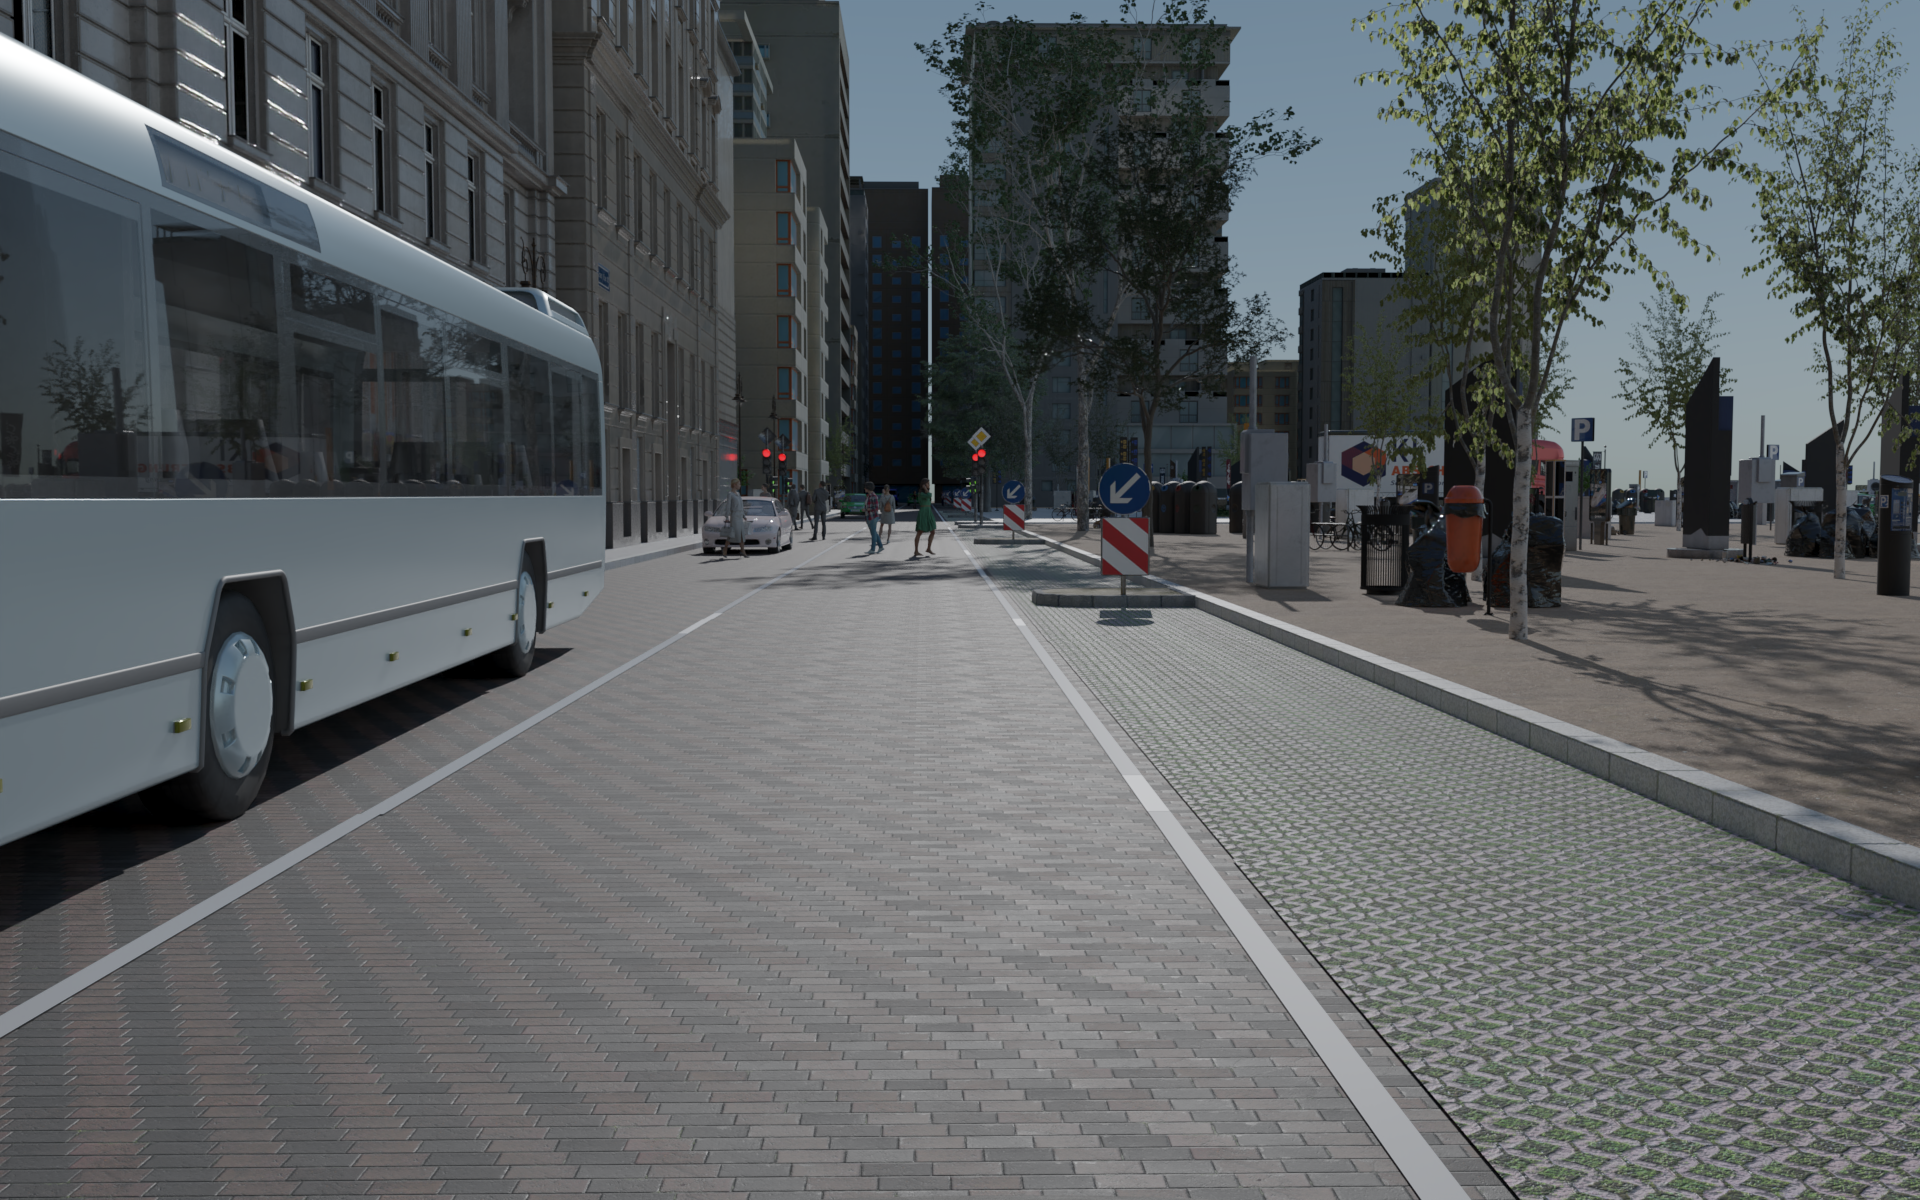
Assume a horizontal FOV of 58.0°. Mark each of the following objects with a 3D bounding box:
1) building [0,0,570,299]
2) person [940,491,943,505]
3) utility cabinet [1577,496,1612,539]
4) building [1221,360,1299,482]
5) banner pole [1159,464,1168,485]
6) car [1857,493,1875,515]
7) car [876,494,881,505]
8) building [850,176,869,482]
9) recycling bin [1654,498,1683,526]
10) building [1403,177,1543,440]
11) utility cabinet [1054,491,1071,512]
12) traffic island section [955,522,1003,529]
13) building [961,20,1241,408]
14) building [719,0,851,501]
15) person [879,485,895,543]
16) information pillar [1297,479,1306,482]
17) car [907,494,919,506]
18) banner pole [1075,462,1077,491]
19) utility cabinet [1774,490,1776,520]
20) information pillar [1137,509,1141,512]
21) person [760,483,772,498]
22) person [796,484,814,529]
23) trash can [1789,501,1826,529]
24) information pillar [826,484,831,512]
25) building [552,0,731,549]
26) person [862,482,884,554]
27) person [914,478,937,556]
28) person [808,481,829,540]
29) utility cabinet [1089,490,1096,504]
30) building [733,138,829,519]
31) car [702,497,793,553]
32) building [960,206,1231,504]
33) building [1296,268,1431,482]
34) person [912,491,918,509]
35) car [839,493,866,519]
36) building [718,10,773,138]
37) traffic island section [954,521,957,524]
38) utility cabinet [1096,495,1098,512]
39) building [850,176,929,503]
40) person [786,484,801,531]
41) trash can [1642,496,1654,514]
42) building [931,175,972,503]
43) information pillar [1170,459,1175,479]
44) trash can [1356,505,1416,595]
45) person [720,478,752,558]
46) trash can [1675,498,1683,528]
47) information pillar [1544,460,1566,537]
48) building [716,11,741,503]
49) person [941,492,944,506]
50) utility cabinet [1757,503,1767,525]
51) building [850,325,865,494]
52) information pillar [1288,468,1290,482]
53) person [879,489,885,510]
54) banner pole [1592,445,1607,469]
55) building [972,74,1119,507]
[{"bbox_3d":[-14.180,-11.186,24.689,13.314,21.916,24.055,0,4,-1],"label":"building"},{"bbox_3d":[-2.154,-12.906,219.647,1.348,1.807,0.705,-3,5,-44],"label":"person"},{"bbox_3d":[18.312,-2.384,50.139,0.306,1.237,1.020,-3,5,-43],"label":"utility cabinet"},{"bbox_3d":[52.123,-25.037,254.400,28.899,21.520,27.650,0,4,-1],"label":"building"},{"bbox_3d":[16.877,-9.359,143.036,0.863,3.779,0.401,1,4,15],"label":"banner pole"},{"bbox_3d":[40.162,-4.280,78.767,4.718,1.807,1.959,0,4,-2],"label":"car"},{"bbox_3d":[-7.694,-9.365,161.919,1.959,1.807,4.718,0,4,-1],"label":"car"},{"bbox_3d":[-18.868,-33.052,224.000,14.086,41.232,14.154,0,4,-1],"label":"building"},{"bbox_3d":[28.217,-3.459,69.111,0.722,1.027,0.722,-3,5,-44],"label":"recycling bin"},{"bbox_3d":[66.441,-33.175,225.998,14.086,41.232,14.154,0,4,-1],"label":"building"},{"bbox_3d":[7.109,-6.841,120.525,1.173,1.500,0.318,0,4,5],"label":"utility cabinet"},{"bbox_3d":[0.919,-3.080,72.637,2.009,0.180,2.903,0,4,-1],"label":"traffic island section"},{"bbox_3d":[14.700,-36.924,192.939,28.713,52.752,27.495,0,4,-1],"label":"building"},{"bbox_3d":[-21.601,-33.127,165.332,21.300,48.544,21.600,0,4,-1],"label":"building"},{"bbox_3d":[-2.140,-2.518,50.680,0.512,1.701,0.522,-1,4,-14],"label":"person"},{"bbox_3d":[16.759,-4.925,85.021,0.304,2.012,0.304,-2,4,-34],"label":"information pillar"},{"bbox_3d":[-5.545,-12.466,212.609,1.959,1.807,4.718,0,3,0],"label":"car"},{"bbox_3d":[9.030,-8.797,133.854,0.401,3.779,0.863,1,4,21],"label":"banner pole"},{"bbox_3d":[40.515,-4.731,86.038,1.173,1.500,0.318,2,4,30],"label":"utility cabinet"},{"bbox_3d":[12.763,-7.288,123.658,0.304,2.012,0.304,1,4,17],"label":"information pillar"},{"bbox_3d":[-6.512,-2.956,57.169,0.599,1.781,0.374,1,4,22],"label":"person"},{"bbox_3d":[-6.354,-3.804,70.656,0.622,1.834,0.822,-3,4,-38],"label":"person"},{"bbox_3d":[18.367,-1.586,37.584,0.748,1.137,0.748,0,3,0],"label":"trash can"},{"bbox_3d":[-9.432,-7.311,124.023,0.304,2.012,0.304,-1,4,-17],"label":"information pillar"},{"bbox_3d":[-13.935,-15.401,49.067,12.463,27.353,25.104,0,4,-1],"label":"building"},{"bbox_3d":[-2.083,-1.977,41.655,0.643,1.720,0.563,-1,4,-18],"label":"person"},{"bbox_3d":[-0.819,-1.929,40.290,0.529,1.795,0.600,1,4,15],"label":"person"},{"bbox_3d":[-4.431,-2.808,54.222,0.655,1.846,0.447,-2,4,-32],"label":"person"},{"bbox_3d":[7.831,-6.010,106.947,1.173,1.500,0.318,3,4,39],"label":"utility cabinet"},{"bbox_3d":[-22.142,-15.504,98.537,27.650,21.520,28.899,0,4,-1],"label":"building"},{"bbox_3d":[-5.266,-1.893,43.307,2.083,1.381,4.827,0,4,1],"label":"car"},{"bbox_3d":[16.248,-32.243,219.055,32.217,40.220,23.993,0,4,-1],"label":"building"},{"bbox_3d":[52.306,-27.769,225.725,14.107,30.474,14.160,0,4,-1],"label":"building"},{"bbox_3d":[-4.206,-9.446,163.765,0.721,1.723,1.217,2,4,33],"label":"person"},{"bbox_3d":[-6.211,-5.757,102.921,1.959,1.807,4.718,0,4,-3],"label":"car"},{"bbox_3d":[-27.891,-27.124,135.357,32.217,40.220,23.993,0,4,-1],"label":"building"},{"bbox_3d":[0.753,-3.568,80.620,2.009,0.180,2.903,0,4,-1],"label":"traffic island section"},{"bbox_3d":[9.544,-6.720,121.033,1.020,1.237,0.306,-2,4,-35],"label":"utility cabinet"},{"bbox_3d":[-11.608,-36.482,246.597,14.200,45.320,14.600,0,4,-1],"label":"building"},{"bbox_3d":[-6.508,-3.614,67.684,0.679,1.850,0.850,3,5,43],"label":"person"},{"bbox_3d":[45.247,-6.253,113.886,0.748,1.137,0.748,0,3,0],"label":"trash can"},{"bbox_3d":[3.074,-36.428,245.712,14.200,45.320,14.600,0,4,-1],"label":"building"},{"bbox_3d":[14.227,-7.592,115.481,0.504,3.616,0.183,1,4,13],"label":"information pillar"},{"bbox_3d":[5.446,-0.644,22.189,0.748,1.137,0.748,0,3,0],"label":"trash can"},{"bbox_3d":[-5.054,-1.839,38.915,0.624,1.780,0.694,3,4,38],"label":"person"},{"bbox_3d":[27.783,-3.350,66.430,0.748,1.137,0.748,0,3,0],"label":"trash can"},{"bbox_3d":[12.722,-1.991,37.047,0.304,2.012,0.304,-1,4,-19],"label":"information pillar"},{"bbox_3d":[-18.005,-13.293,66.484,18.267,20.994,9.793,0,4,-1],"label":"building"},{"bbox_3d":[-1.985,-11.372,195.364,0.436,1.711,0.756,0,4,6],"label":"person"},{"bbox_3d":[33.459,-3.776,72.905,0.306,1.237,1.020,-2,4,-23],"label":"utility cabinet"},{"bbox_3d":[-24.897,-21.178,191.297,27.650,21.520,28.899,0,4,-1],"label":"building"},{"bbox_3d":[26.994,-9.244,142.501,0.183,3.616,0.504,-1,4,-22],"label":"information pillar"},{"bbox_3d":[-5.202,-6.685,118.292,0.782,1.767,0.515,2,4,28],"label":"person"},{"bbox_3d":[32.962,-6.066,89.199,0.863,3.779,0.401,0,4,1],"label":"banner pole"},{"bbox_3d":[8.156,-29.896,172.400,14.154,41.232,14.086,0,4,-1],"label":"building"}]
